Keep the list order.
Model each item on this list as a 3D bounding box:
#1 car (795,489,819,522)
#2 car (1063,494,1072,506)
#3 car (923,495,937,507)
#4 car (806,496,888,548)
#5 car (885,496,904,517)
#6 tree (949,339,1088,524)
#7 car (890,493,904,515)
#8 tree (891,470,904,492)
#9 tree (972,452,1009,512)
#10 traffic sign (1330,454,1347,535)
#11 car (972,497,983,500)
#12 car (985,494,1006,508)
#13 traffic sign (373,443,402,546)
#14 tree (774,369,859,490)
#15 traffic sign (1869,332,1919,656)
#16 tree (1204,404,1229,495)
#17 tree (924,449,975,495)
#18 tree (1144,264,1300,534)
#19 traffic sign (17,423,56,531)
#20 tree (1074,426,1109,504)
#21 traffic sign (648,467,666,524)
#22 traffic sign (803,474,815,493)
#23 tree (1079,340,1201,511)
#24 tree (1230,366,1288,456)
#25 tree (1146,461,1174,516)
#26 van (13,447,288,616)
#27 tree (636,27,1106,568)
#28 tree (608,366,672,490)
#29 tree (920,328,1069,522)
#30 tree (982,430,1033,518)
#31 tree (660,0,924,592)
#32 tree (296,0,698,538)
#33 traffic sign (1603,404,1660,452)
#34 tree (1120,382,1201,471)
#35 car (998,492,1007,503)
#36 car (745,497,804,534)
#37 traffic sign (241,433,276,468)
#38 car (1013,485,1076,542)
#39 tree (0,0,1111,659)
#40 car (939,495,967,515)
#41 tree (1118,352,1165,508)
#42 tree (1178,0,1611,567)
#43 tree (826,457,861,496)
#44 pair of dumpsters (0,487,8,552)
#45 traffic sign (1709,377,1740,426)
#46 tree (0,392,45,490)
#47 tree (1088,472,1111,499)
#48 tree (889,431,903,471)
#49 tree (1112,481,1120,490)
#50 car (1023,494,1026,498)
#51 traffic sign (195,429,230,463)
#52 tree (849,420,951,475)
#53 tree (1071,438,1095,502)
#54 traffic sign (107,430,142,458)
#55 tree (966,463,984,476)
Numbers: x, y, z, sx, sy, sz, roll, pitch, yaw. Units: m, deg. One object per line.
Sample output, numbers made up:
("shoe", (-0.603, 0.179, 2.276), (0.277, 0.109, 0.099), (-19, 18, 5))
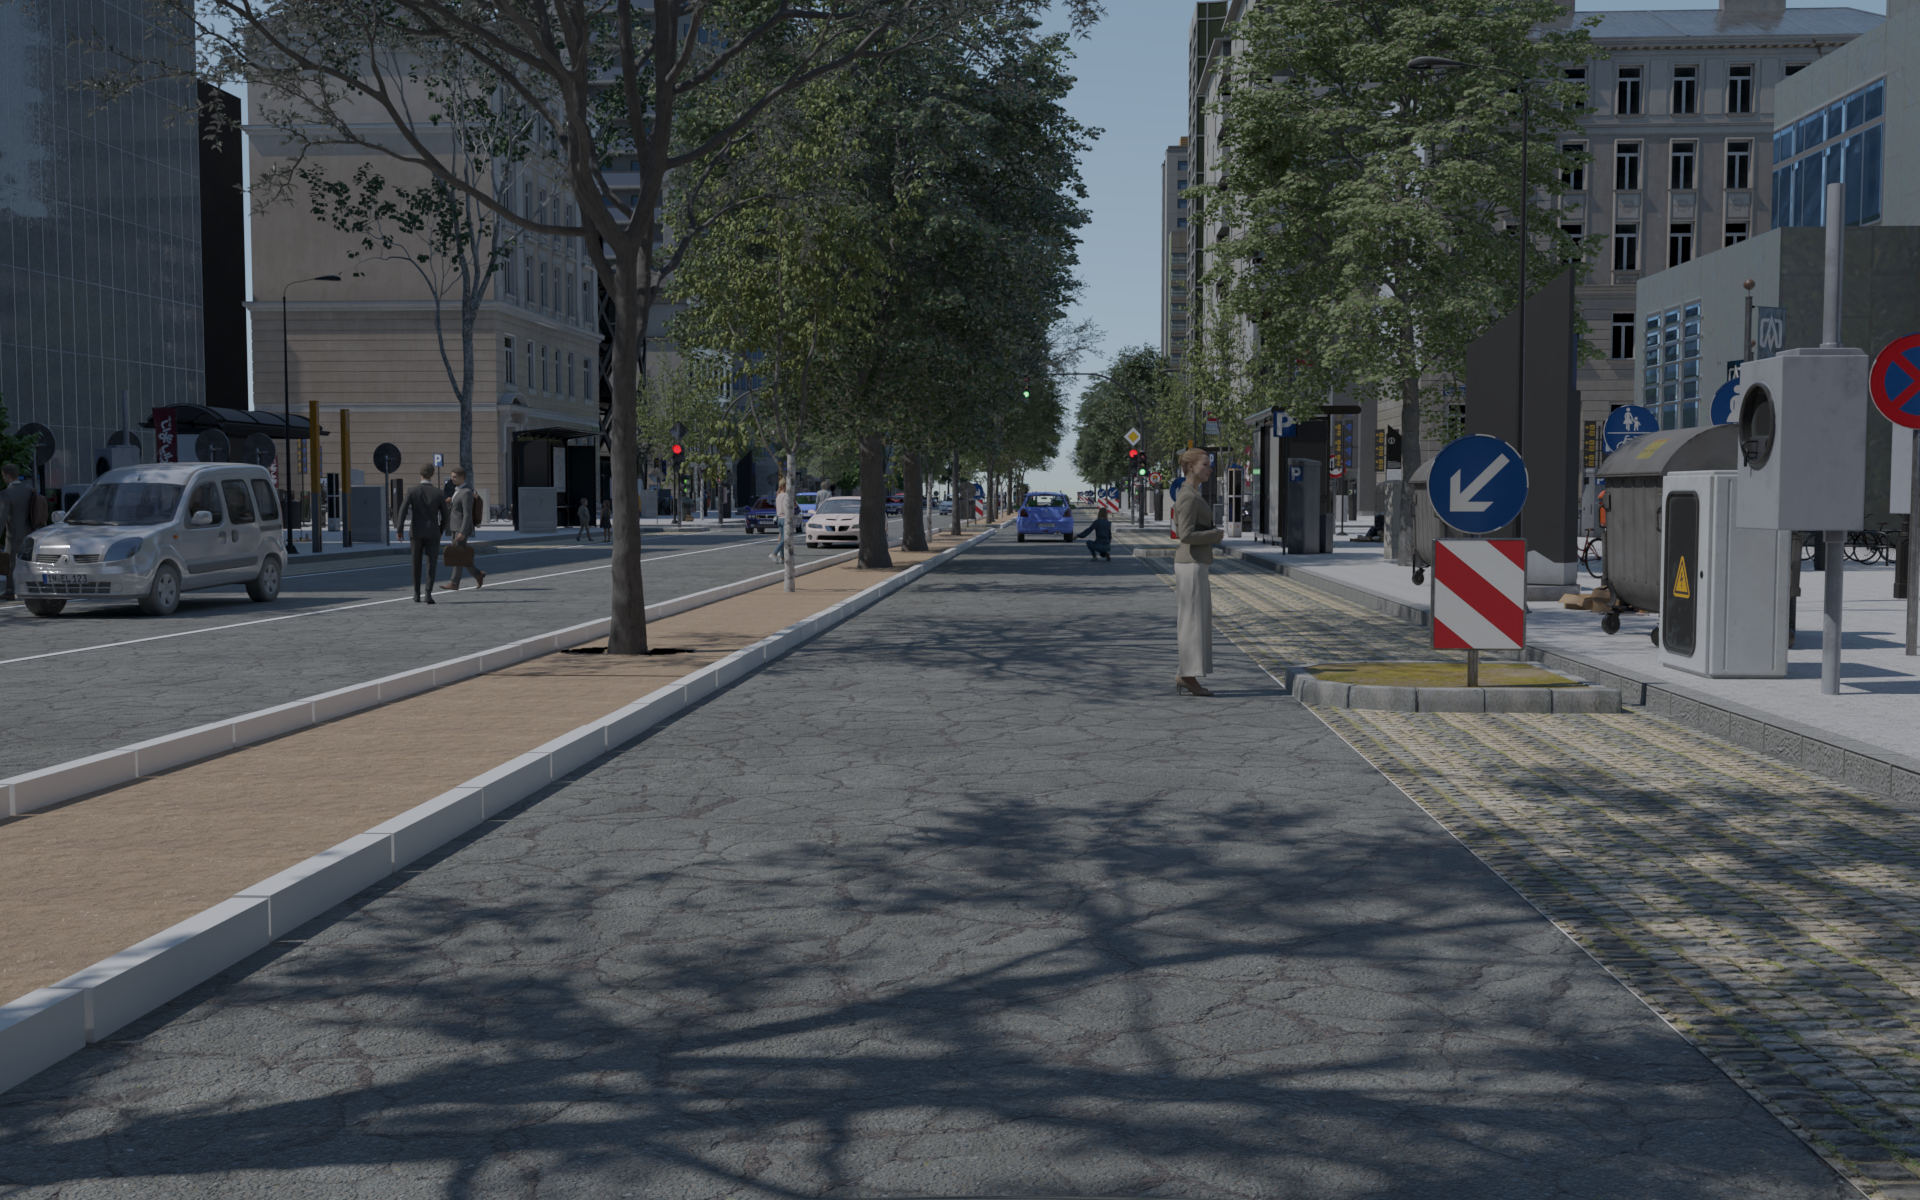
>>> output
("car", (-6.922, -4.278, 79.529), (1.945, 1.707, 3.694), (0, 4, 2))
("car", (9.631, -9.429, 165.968), (2.131, 1.459, 4.920), (0, 4, 5))
("car", (-3.391, -10.591, 185.736), (1.945, 1.354, 3.894), (0, 4, 3))
("car", (-3.044, -2.142, 47.389), (2.083, 1.381, 4.827), (0, 4, 4))
("car", (-4.089, -5.905, 109.123), (1.945, 1.354, 3.894), (0, 4, 5))
("tree", (1.286, -8.731, 79.617), (8.767, 10.594, 7.601), (0, 4, 3))
("car", (-3.772, -6.707, 118.700), (2.155, 1.783, 4.494), (0, 4, 4))
("tree", (-5.918, -12.640, 190.377), (4.285, 4.588, 4.351), (0, 3, 0))
("tree", (-0.923, -5.983, 50.643), (4.737, 8.622, 4.395), (0, 3, 0))
("traffic sign", (11.861, -3.346, 54.808), (0.768, 2.556, 0.104), (0, 4, 5))
("car", (2.034, -12.822, 221.636), (2.014, 1.417, 4.499), (0, 4, 2))
("car", (3.608, -10.271, 176.974), (2.155, 1.783, 4.494), (0, 4, 1))
("traffic sign", (-14.207, -2.621, 42.957), (0.768, 2.556, 0.104), (1, 4, 11))
("tree", (-10.241, -12.930, 129.528), (7.486, 12.596, 7.792), (0, 3, 0))
("traffic sign", (7.560, -0.831, 13.688), (0.768, 2.556, 0.104), (1, 4, 13))
("tree", (20.647, -11.409, 136.894), (4.360, 8.622, 3.978), (0, 3, 0))
("tree", (-1.752, -21.420, 267.226), (9.611, 12.733, 9.660), (0, 3, 0))
("tree", (8.681, -6.421, 55.350), (4.737, 8.622, 4.395), (0, 3, 0))
("traffic sign", (-16.505, -1.884, 30.912), (0.768, 2.556, 0.104), (0, 4, 4))
("tree", (19.499, -19.824, 242.254), (7.486, 12.596, 7.792), (0, 3, 0))
("traffic sign", (-12.902, -4.439, 73.757), (0.795, 2.450, 0.064), (0, 4, 6))
("traffic sign", (-9.827, -6.878, 112.553), (0.768, 2.556, 0.104), (1, 4, 10))
("tree", (13.625, -12.960, 128.900), (9.611, 12.733, 9.660), (0, 3, 0))
("tree", (18.235, -9.150, 99.971), (4.360, 8.622, 3.978), (0, 3, 0))
("tree", (11.701, -6.484, 100.607), (1.663, 3.219, 1.824), (0, 3, 0))
("van", (-10.063, -0.900, 21.728), (2.013, 2.044, 4.112), (0, 4, 4))
("tree", (-1.657, -7.588, 33.173), (9.857, 13.997, 8.962), (0, 3, 0))
("tree", (-18.384, -9.136, 99.731), (4.360, 8.622, 3.978), (0, 3, 0))
("tree", (1.613, -10.189, 87.179), (7.486, 12.596, 7.792), (0, 3, 0))
("tree", (2.504, -9.175, 102.838), (4.360, 8.622, 3.978), (0, 3, 0))
("tree", (-2.499, -4.422, 25.117), (4.737, 8.622, 4.395), (0, 3, 0))
("tree", (-13.812, -11.988, 51.898), (12.611, 20.169, 13.585), (0, 3, 0))
("traffic sign", (9.535, -1.503, 24.683), (0.768, 2.556, 0.104), (0, 4, 7))
("tree", (12.659, -9.900, 112.226), (4.360, 8.622, 3.978), (0, 3, 0))
("car", (6.571, -16.827, 283.799), (2.281, 1.827, 5.304), (0, 4, 3))
("car", (-6.789, -3.112, 63.453), (1.945, 1.354, 3.894), (0, 4, 3))
("traffic sign", (-14.700, -2.214, 36.301), (0.768, 2.556, 0.104), (0, 4, 7))
("car", (2.578, -2.646, 52.852), (1.945, 1.707, 3.694), (0, 4, 1))
("tree", (-3.001, -6.265, 15.264), (12.009, 13.543, 11.850), (0, 3, 0))
("car", (-0.360, -6.452, 117.486), (2.014, 1.417, 4.499), (0, 4, 5))
("tree", (14.595, -15.179, 154.827), (9.857, 13.997, 8.962), (0, 3, 0))
("tree", (7.582, -6.869, 30.439), (7.486, 12.596, 7.792), (0, 3, 0))
("tree", (-9.256, -9.621, 141.012), (4.285, 4.588, 4.351), (0, 3, 0))
("pair of dumpsters", (-17.928, -1.634, 29.212), (1.574, 2.255, 4.437), (0, 4, 3))
("traffic sign", (8.484, -1.141, 18.761), (0.768, 2.556, 0.104), (1, 4, 9))
("tree", (-15.778, -2.064, 28.345), (1.663, 3.219, 1.824), (0, 3, 0))
("tree", (17.740, -16.609, 205.966), (7.601, 10.594, 8.767), (2, 4, 24))
("tree", (-4.557, -18.439, 219.600), (7.486, 12.596, 7.792), (0, 3, 0))
("tree", (15.471, -10.406, 164.741), (1.663, 3.219, 1.824), (0, 3, 0))
("car", (10.966, -16.567, 282.875), (2.014, 1.417, 4.499), (0, 4, 1))
("traffic sign", (-14.596, -2.061, 33.809), (0.768, 2.556, 0.104), (1, 4, 12))
("tree", (-7.274, -14.473, 162.390), (9.928, 11.665, 9.643), (0, 3, 0))
("tree", (21.447, -21.332, 274.534), (9.928, 11.665, 9.643), (0, 3, 0))
("traffic sign", (-16.557, -2.093, 34.322), (0.768, 2.556, 0.104), (1, 4, 10))
("tree", (0.807, -22.865, 299.594), (9.928, 11.665, 9.643), (0, 3, 0))
